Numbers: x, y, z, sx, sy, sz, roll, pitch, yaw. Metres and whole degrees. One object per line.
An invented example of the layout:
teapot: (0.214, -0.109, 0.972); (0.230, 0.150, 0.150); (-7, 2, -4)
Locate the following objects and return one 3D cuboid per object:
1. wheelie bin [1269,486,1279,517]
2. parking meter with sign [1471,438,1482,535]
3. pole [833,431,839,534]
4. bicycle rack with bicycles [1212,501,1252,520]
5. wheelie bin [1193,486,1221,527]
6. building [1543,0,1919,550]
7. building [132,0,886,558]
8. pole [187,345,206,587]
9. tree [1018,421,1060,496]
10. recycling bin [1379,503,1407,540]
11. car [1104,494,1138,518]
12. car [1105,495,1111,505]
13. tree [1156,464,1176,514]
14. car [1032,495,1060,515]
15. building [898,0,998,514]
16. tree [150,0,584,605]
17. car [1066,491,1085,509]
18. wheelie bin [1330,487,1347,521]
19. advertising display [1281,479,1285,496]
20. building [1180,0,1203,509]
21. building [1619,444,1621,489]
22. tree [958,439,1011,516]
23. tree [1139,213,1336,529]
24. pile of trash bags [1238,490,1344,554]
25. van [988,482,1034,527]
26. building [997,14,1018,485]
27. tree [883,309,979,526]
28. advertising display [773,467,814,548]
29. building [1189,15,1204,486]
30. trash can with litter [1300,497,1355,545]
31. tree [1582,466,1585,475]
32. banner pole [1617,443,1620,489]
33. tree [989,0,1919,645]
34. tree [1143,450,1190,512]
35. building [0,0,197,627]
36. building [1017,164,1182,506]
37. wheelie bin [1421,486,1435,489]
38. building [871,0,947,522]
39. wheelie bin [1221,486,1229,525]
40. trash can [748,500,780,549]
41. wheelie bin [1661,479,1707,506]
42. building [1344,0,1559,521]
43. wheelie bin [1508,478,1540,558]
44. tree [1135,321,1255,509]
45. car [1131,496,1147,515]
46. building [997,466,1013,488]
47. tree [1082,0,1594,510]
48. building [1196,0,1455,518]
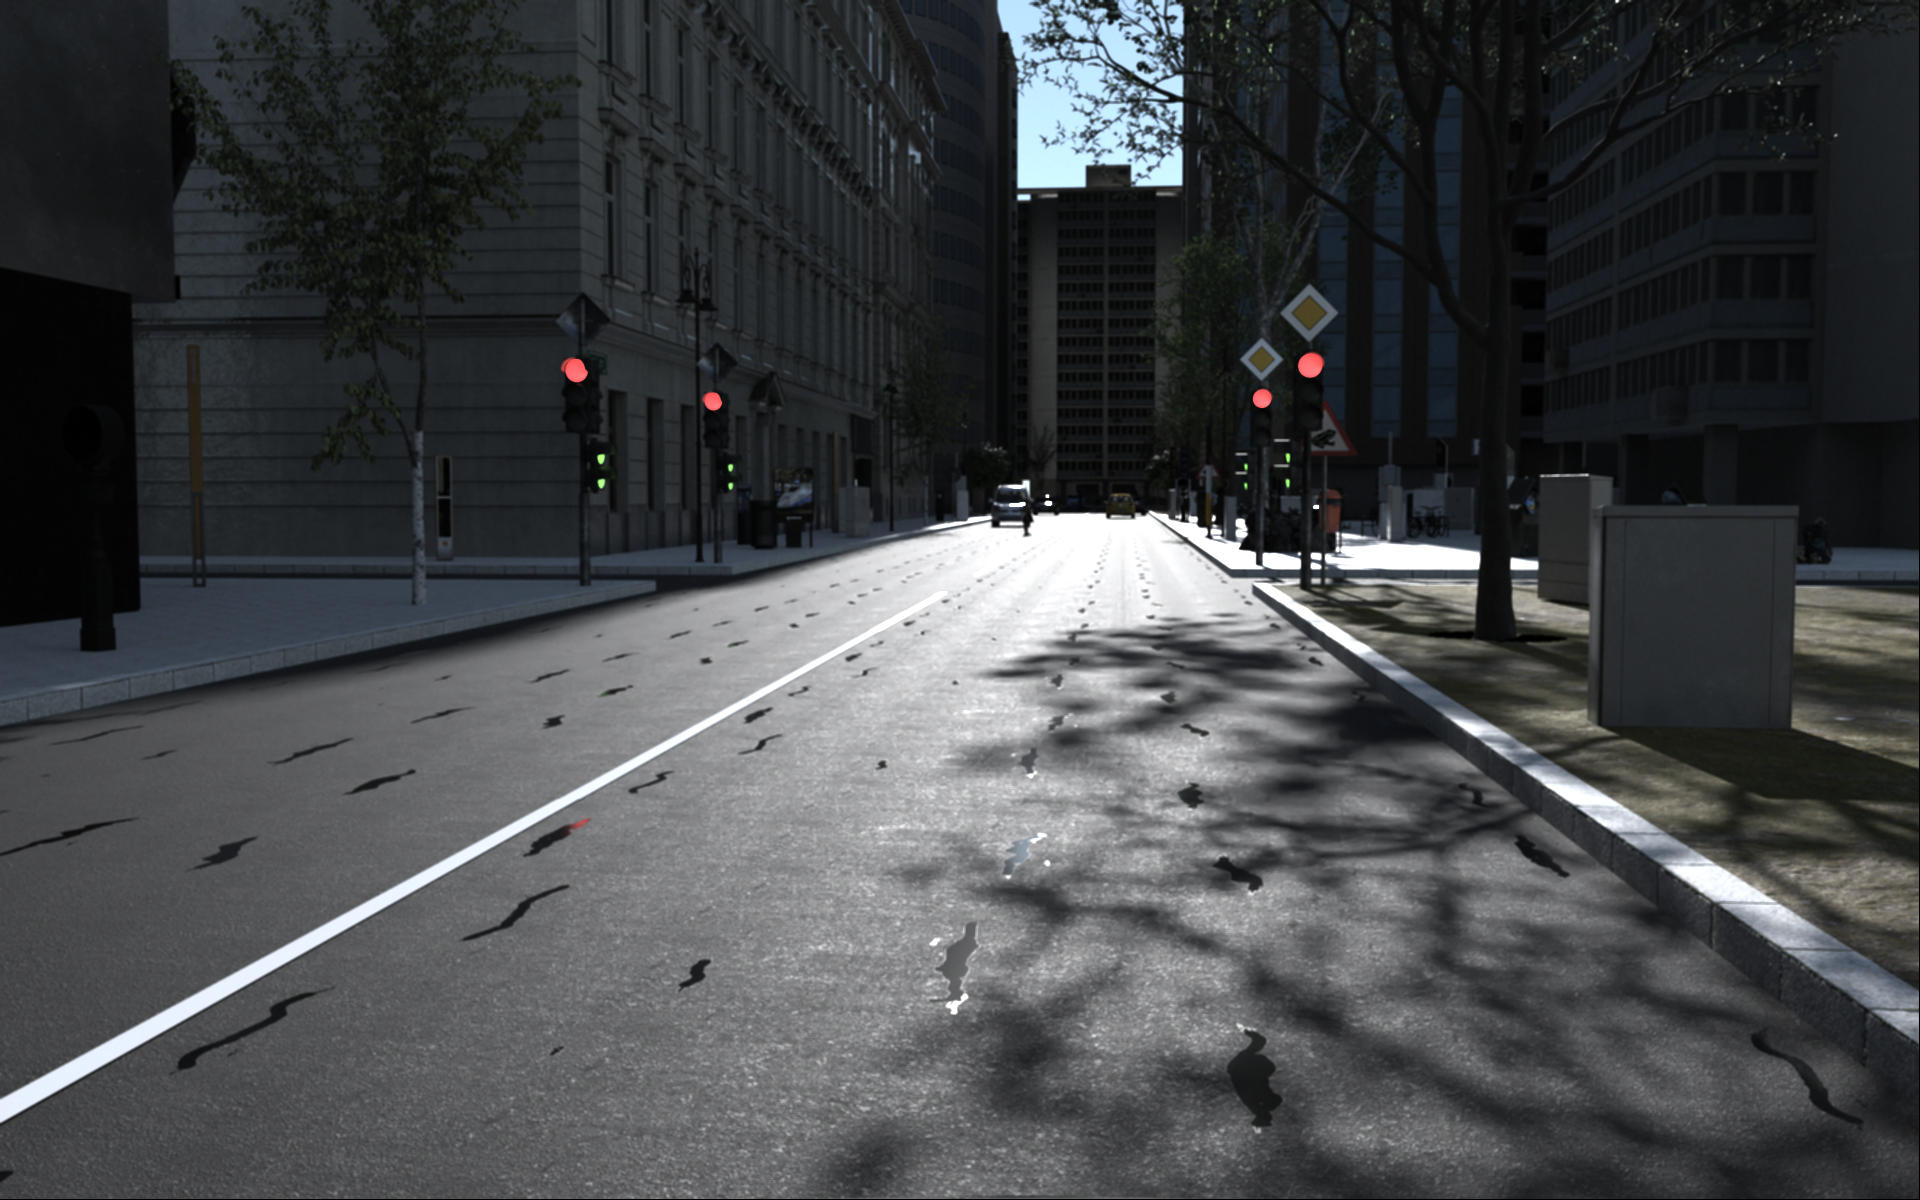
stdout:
wheelie bin: (12.036, -3.649, 67.569); (0.693, 1.594, 0.980); (2, 4, 27)
parking meter with sign: (16.583, -3.579, 54.775); (0.543, 3.016, 1.738); (2, 4, 26)
pole: (-4.019, -3.805, 56.054); (0.158, 3.312, 0.155); (0, 3, 0)
bicycle rack with bicycles: (13.832, -4.426, 85.743); (2.852, 0.926, 2.925); (-1, 4, -11)
wheelie bin: (9.611, -3.662, 67.779); (0.980, 1.594, 0.693); (1, 4, 12)
building: (30.165, -21.668, 46.146); (23.993, 40.220, 32.217); (0, 4, 5)
building: (-13.407, -17.104, 56.058); (17.030, 29.872, 44.131); (0, 4, 5)
pole: (-10.522, -1.836, 23.858); (0.158, 3.312, 0.155); (0, 3, 0)
tree: (8.043, -13.727, 174.804); (4.360, 8.622, 3.978); (0, 3, 0)
recycling bin: (12.220, -2.225, 48.932); (0.722, 1.027, 0.722); (1, 4, 10)
car: (9.592, -5.695, 103.340); (2.015, 1.641, 3.980); (0, 4, 6)
car: (12.882, -7.976, 142.416); (2.014, 1.417, 4.499); (0, 4, 7)
tree: (13.337, -7.024, 109.444); (1.663, 3.219, 1.824); (0, 3, 0)
car: (5.919, -6.518, 119.145); (1.945, 1.354, 3.894); (0, 4, 5)
building: (-8.859, -35.424, 121.173); (21.231, 58.520, 28.212); (0, 4, 5)
tree: (-6.524, -4.251, 19.866); (4.737, 8.622, 4.395); (0, 3, 0)
car: (11.363, -9.817, 170.099); (1.945, 1.707, 3.694); (0, 4, 7)
wheelie bin: (17.741, -4.499, 81.459); (0.980, 1.594, 0.693); (-1, 4, -21)
advertising display: (13.414, -4.082, 71.952); (0.123, 1.923, 0.974); (1, 4, 9)
building: (31.417, -37.953, 162.536); (21.231, 58.520, 28.212); (0, 4, 5)
building: (61.659, -44.422, 164.556); (20.611, 71.187, 20.563); (0, 4, 5)
tree: (1.414, -7.357, 104.002); (4.285, 4.588, 4.351); (0, 3, 0)
tree: (10.200, -8.464, 64.134); (9.928, 11.665, 9.643); (0, 3, 0)
pile of trash bags: (7.572, -1.750, 38.371); (1.912, 1.369, 3.447); (-1, 4, -14)
van: (2.290, -4.289, 77.137); (2.013, 2.044, 4.112); (0, 4, 4)
building: (-5.468, -33.459, 170.751); (21.600, 48.544, 21.300); (0, 4, 5)
tree: (-1.347, -7.296, 69.652); (4.737, 8.622, 4.395); (0, 3, 0)
advertising display: (-3.983, -2.215, 41.426); (0.974, 1.923, 0.123); (-1, 4, -14)
building: (29.856, -31.435, 133.563); (23.786, 49.044, 30.456); (0, 4, 5)
trash can with litter: (8.916, -2.061, 44.757); (1.678, 1.210, 2.233); (-1, 4, -9)
tree: (36.241, -6.602, 102.549); (1.663, 3.219, 1.824); (0, 3, 0)
banner pole: (29.822, -5.412, 78.497); (0.401, 3.779, 0.863); (1, 4, 20)
tree: (4.586, -6.395, 14.929); (12.009, 13.543, 11.850); (0, 3, 0)
tree: (14.973, -8.694, 125.867); (4.285, 4.588, 4.351); (0, 3, 0)
building: (-17.796, -8.969, 14.097); (16.811, 18.784, 16.820); (0, 4, 5)
building: (17.591, -31.508, 207.037); (23.993, 40.220, 32.217); (0, 4, 5)
wheelie bin: (18.366, -3.686, 68.178); (0.980, 1.594, 0.693); (-2, 4, -28)
building: (-8.674, -18.483, 89.582); (14.401, 28.519, 23.554); (0, 4, 5)
wheelie bin: (10.814, -3.846, 70.793); (0.980, 1.594, 0.693); (-3, 4, -38)
trash can: (-4.568, -1.755, 40.348); (0.748, 1.137, 0.748); (0, 3, 0)
wheelie bin: (15.099, -1.731, 36.214); (0.980, 1.594, 0.693); (-2, 4, -28)
building: (23.033, -26.786, 88.060); (14.600, 45.320, 14.200); (0, 4, 5)
wheelie bin: (11.470, -1.675, 35.294); (0.693, 1.594, 0.980); (-1, 4, -22)
tree: (10.533, -7.555, 73.884); (4.737, 8.622, 4.395); (0, 3, 0)
car: (11.711, -6.407, 117.341); (1.945, 1.354, 3.894); (0, 4, 4)
building: (-6.021, -43.244, 145.289); (20.563, 71.187, 20.611); (0, 4, 5)
tree: (8.419, -11.291, 40.491); (12.611, 20.169, 13.585); (0, 3, 0)
building: (22.871, -28.241, 111.855); (14.600, 45.320, 14.200); (0, 4, 5)
